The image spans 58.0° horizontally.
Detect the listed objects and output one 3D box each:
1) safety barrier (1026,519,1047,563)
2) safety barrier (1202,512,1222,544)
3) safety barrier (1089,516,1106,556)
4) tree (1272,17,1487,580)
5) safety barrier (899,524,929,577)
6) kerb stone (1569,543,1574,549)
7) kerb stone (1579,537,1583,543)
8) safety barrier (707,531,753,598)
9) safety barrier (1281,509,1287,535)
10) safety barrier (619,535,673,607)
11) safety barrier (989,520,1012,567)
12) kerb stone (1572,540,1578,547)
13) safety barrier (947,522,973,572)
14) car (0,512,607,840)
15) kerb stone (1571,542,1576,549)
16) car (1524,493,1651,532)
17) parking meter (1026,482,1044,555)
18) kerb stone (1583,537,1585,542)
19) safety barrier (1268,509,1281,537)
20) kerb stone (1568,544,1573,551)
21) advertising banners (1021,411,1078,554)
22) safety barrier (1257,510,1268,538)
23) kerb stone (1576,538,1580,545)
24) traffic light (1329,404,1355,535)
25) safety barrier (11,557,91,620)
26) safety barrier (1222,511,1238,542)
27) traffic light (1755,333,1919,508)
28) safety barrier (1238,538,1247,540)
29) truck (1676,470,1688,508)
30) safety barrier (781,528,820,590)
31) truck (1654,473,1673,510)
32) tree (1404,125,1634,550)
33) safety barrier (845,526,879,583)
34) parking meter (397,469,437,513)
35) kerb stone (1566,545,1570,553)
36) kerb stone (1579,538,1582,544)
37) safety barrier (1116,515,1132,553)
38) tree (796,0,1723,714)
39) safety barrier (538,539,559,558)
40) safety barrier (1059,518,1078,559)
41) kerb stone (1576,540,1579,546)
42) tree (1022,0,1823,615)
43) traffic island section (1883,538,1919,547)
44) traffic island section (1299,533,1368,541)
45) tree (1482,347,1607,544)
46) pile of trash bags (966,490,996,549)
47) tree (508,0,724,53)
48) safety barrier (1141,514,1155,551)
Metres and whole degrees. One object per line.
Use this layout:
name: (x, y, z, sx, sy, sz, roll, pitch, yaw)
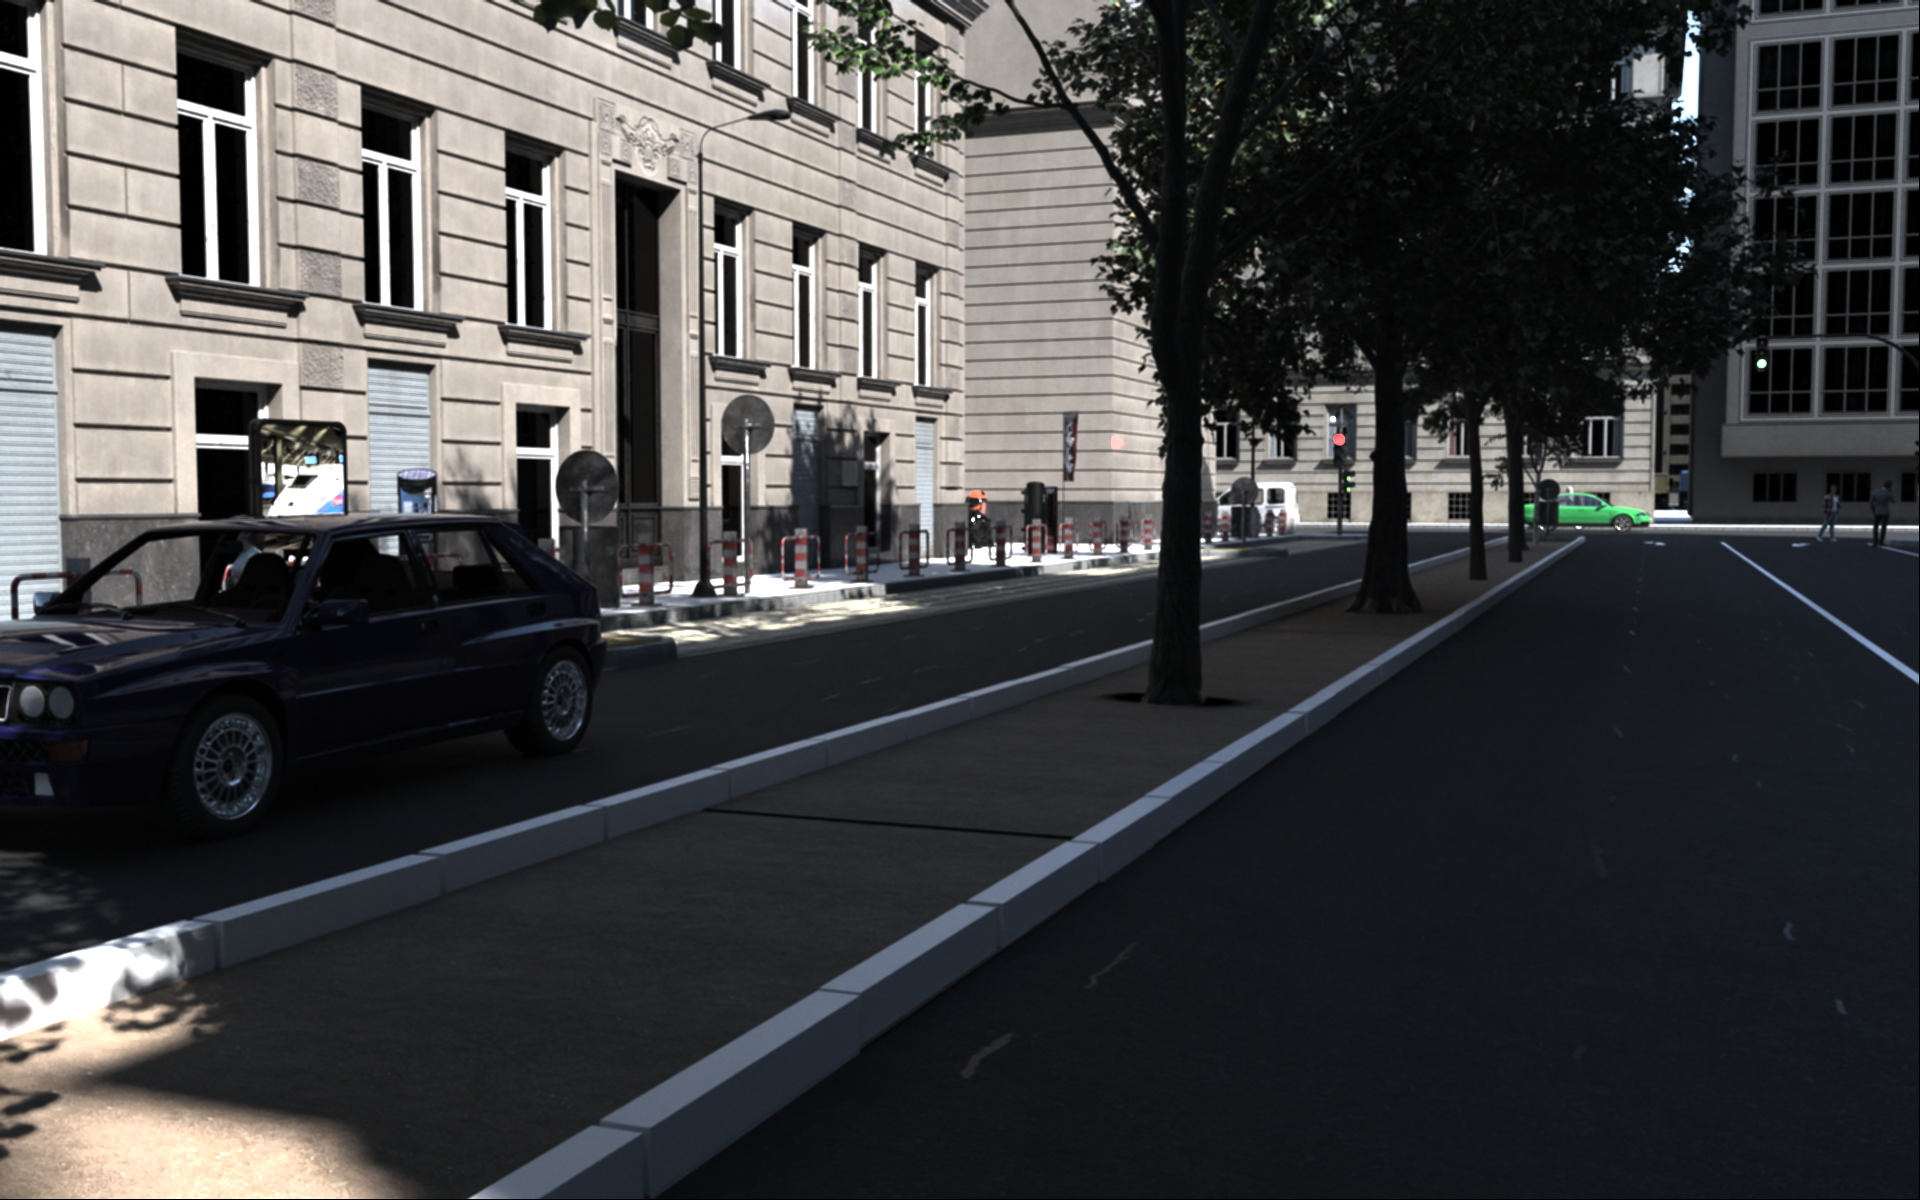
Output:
safety barrier: (1.429, -1.102, 32.300, 0.300, 0.817, 1.120, 1, 4, 22)
safety barrier: (6.430, -1.868, 44.809, 0.300, 0.817, 1.120, 1, 4, 22)
safety barrier: (2.854, -1.321, 35.869, 0.300, 0.817, 1.120, 1, 4, 22)
tree: (8.751, -5.619, 28.747, 8.767, 10.594, 7.601, 1, 4, 22)
safety barrier: (-0.712, -0.775, 26.946, 0.300, 0.817, 1.120, 1, 4, 22)
kerb stone: (15.138, -1.277, 43.106, 0.120, 0.150, 1.000, 1, 4, 22)
kerb stone: (17.424, -1.629, 48.828, 0.120, 0.150, 1.000, 1, 4, 22)
safety barrier: (-2.861, -0.446, 21.572, 0.300, 0.817, 1.120, 1, 4, 22)
safety barrier: (10.012, -2.415, 53.767, 0.300, 0.817, 1.120, 1, 4, 22)
safety barrier: (-3.582, -0.336, 19.775, 0.300, 0.817, 1.120, 1, 4, 22)
safety barrier: (0.718, -0.994, 30.519, 0.300, 0.817, 1.120, 1, 4, 22)
kerb stone: (15.904, -1.396, 45.020, 0.120, 0.150, 1.000, 1, 4, 22)
safety barrier: (0.000, -0.884, 28.727, 0.300, 0.817, 1.120, 1, 4, 22)
car: (-3.409, 0.244, 8.590, 1.945, 1.354, 3.894, 1, 4, 20)
kerb stone: (15.515, -1.332, 44.059, 0.120, 0.150, 1.000, 1, 4, 22)
car: (23.795, -3.496, 65.960, 4.718, 1.807, 1.959, 1, 4, 23)
parking meter: (1.569, -1.690, 36.044, 0.372, 1.533, 0.369, 0, 3, 0)
kerb stone: (17.805, -1.688, 49.786, 0.120, 0.150, 1.000, 1, 4, 22)
safety barrier: (9.298, -2.306, 51.983, 0.300, 0.817, 1.120, 1, 4, 22)
kerb stone: (14.757, -1.218, 42.145, 0.120, 0.150, 1.000, 1, 4, 22)
advertising banners: (1.938, -2.522, 37.418, 0.090, 3.025, 2.074, -2, 4, -32)
safety barrier: (8.581, -2.196, 50.185, 0.300, 0.817, 1.120, 1, 4, 22)
kerb stone: (16.656, -1.513, 46.926, 0.120, 0.150, 1.000, 1, 4, 22)
traffic light: (11.949, -4.000, 54.318, 0.839, 4.253, 0.868, 1, 4, 22)
safety barrier: (-6.429, 0.099, 12.650, 0.300, 0.817, 1.120, 1, 4, 22)
safety barrier: (7.142, -1.976, 46.589, 0.300, 0.817, 1.120, 1, 4, 22)
traffic light: (25.036, -4.545, 48.974, 4.771, 5.953, 1.251, 1, 4, 22)
safety barrier: (7.858, -2.086, 48.375, 0.300, 0.817, 1.120, 1, 4, 22)
truck: (79.957, -12.184, 188.972, 2.967, 4.110, 18.799, 1, 4, 21)
safety barrier: (-2.144, -0.556, 23.370, 0.300, 0.817, 1.120, 1, 4, 22)
truck: (63.886, -10.014, 159.655, 3.469, 3.379, 9.791, 1, 4, 21)
tree: (14.091, -7.294, 43.763, 6.751, 12.117, 7.091, 0, 3, 0)
safety barrier: (-1.420, -0.666, 25.164, 0.300, 0.817, 1.120, 1, 4, 22)
parking meter: (-5.363, -0.534, 17.144, 0.372, 1.533, 0.369, 0, 3, 0)
kerb stone: (14.372, -1.162, 41.195, 0.120, 0.150, 1.000, 1, 4, 22)
kerb stone: (17.040, -1.568, 47.876, 0.120, 0.150, 1.000, 1, 4, 22)
safety barrier: (3.571, -1.431, 37.666, 0.300, 0.817, 1.120, 1, 4, 22)
tree: (1.523, -5.084, 11.340, 9.928, 11.665, 9.643, 0, 3, 0)
safety barrier: (-4.291, -0.227, 17.991, 0.300, 0.817, 1.120, 1, 4, 22)
safety barrier: (2.141, -1.211, 34.080, 0.300, 0.817, 1.120, 1, 4, 22)
kerb stone: (16.278, -1.451, 45.974, 0.120, 0.150, 1.000, 1, 4, 22)
tree: (5.214, -6.194, 20.735, 9.611, 12.733, 9.660, 0, 3, 0)
traffic island section: (27.045, -1.600, 48.435, 2.009, 0.180, 2.903, 1, 4, 22)
traffic island section: (11.916, -1.969, 54.467, 2.009, 0.180, 2.903, 1, 4, 22)
tree: (16.386, -5.885, 49.032, 4.360, 8.622, 3.978, 0, 3, 0)
pile of trash bags: (-0.014, -1.969, 41.939, 1.912, 1.369, 3.447, 1, 4, 17)
tree: (-1.782, -5.031, 2.841, 7.486, 12.596, 7.792, 0, 3, 0)
safety barrier: (4.286, -1.539, 39.445, 0.300, 0.817, 1.120, 1, 4, 22)
